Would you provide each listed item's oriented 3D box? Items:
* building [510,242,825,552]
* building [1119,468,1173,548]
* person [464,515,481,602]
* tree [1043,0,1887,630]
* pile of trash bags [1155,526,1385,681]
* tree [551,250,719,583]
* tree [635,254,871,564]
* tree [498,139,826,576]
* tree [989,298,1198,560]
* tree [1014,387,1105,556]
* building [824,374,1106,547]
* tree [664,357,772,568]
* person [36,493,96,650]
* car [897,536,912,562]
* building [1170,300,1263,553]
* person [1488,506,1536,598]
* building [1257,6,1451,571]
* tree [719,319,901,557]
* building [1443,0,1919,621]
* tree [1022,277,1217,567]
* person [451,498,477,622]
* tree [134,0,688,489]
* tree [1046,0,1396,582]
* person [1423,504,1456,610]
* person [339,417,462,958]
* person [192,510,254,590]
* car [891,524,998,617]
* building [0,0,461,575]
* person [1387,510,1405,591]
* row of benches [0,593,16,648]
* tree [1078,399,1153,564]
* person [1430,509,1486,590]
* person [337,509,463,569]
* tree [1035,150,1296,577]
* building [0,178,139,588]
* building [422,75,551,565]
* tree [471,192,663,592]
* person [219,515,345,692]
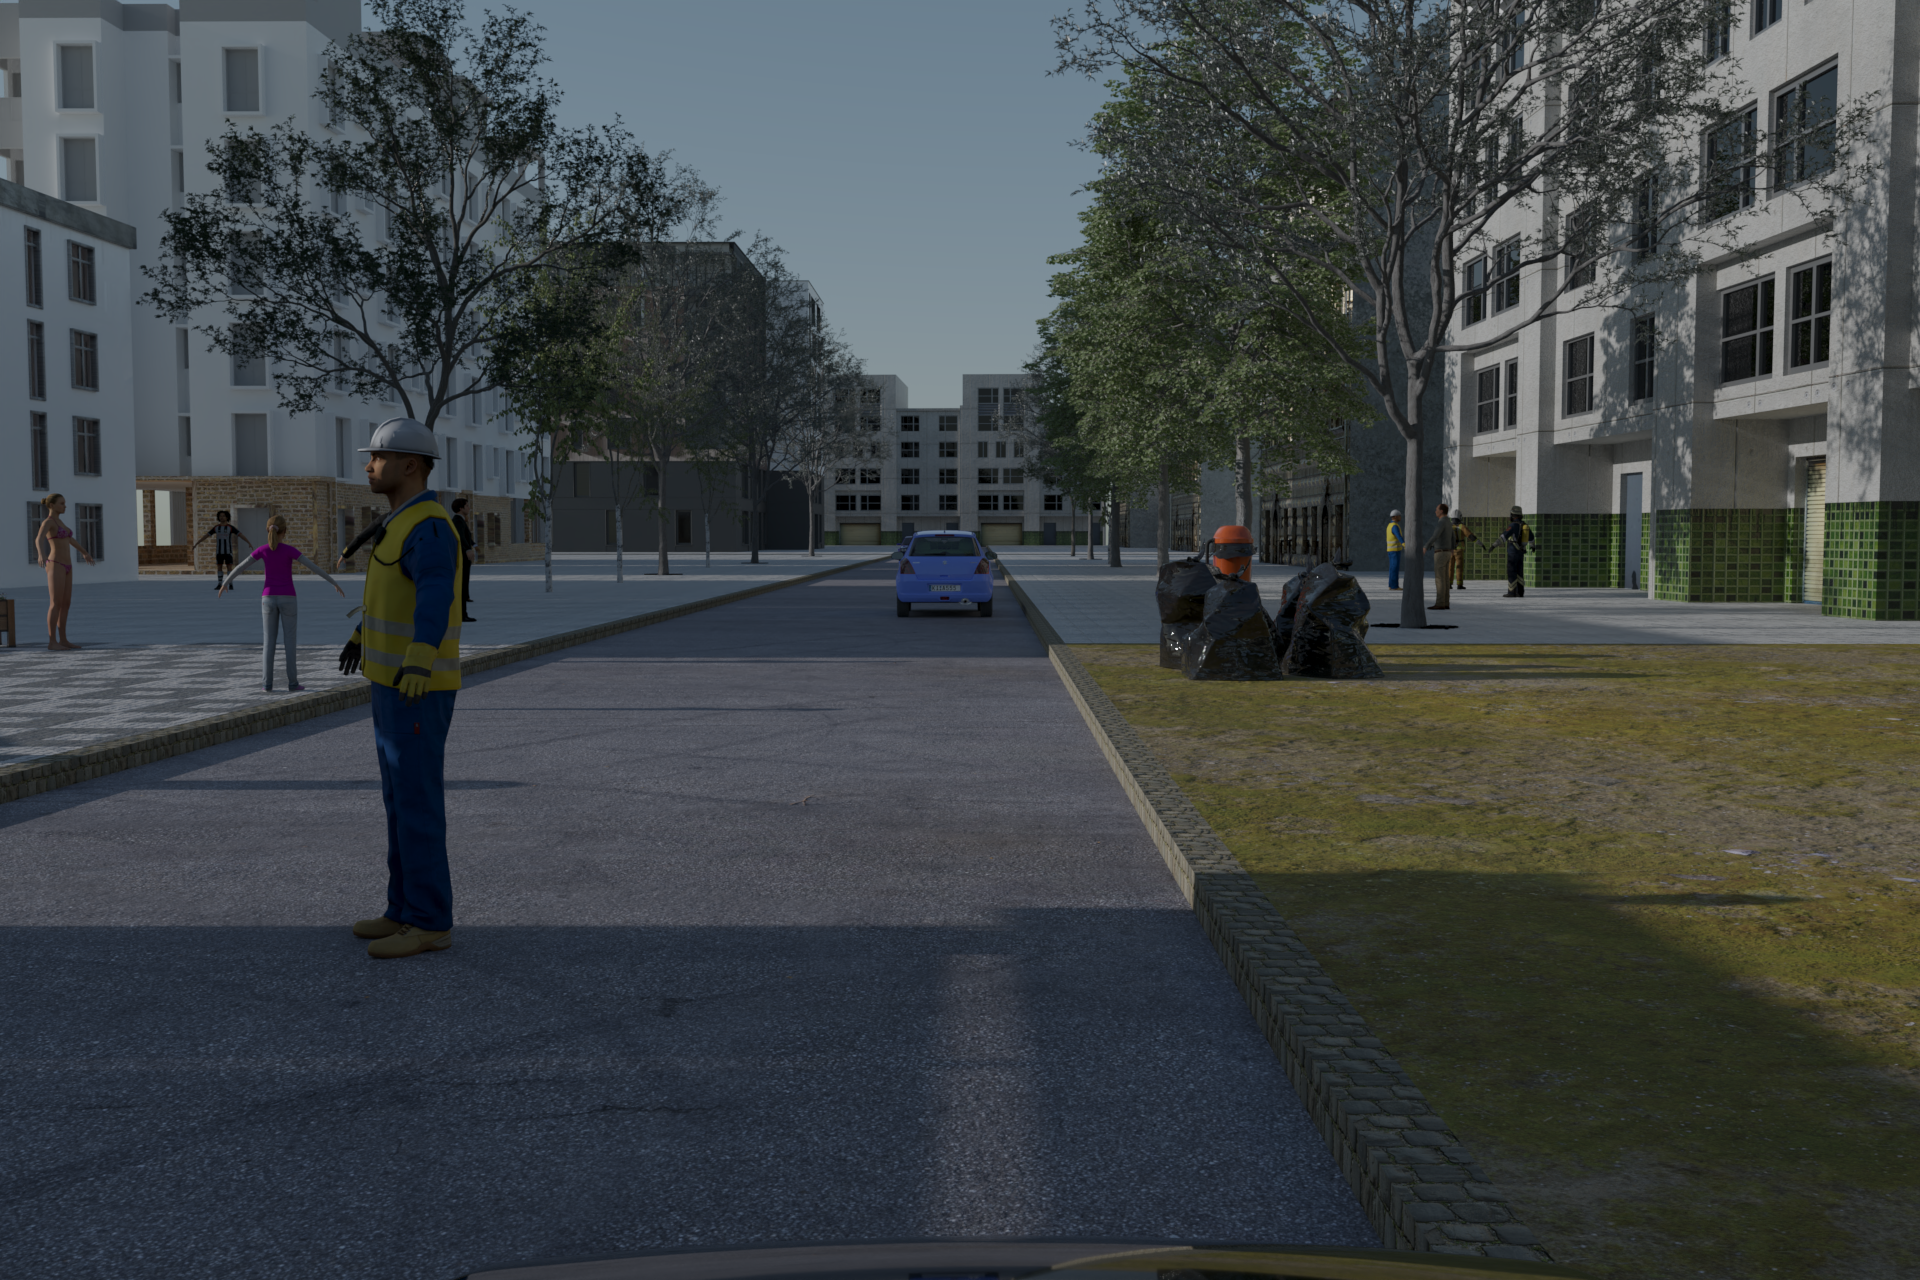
[{"bbox_3d":[-26.116,-17.960,137.614,27.936,21.610,32.646,0,4,0],"label":"building"},{"bbox_3d":[24.861,-20.608,167.863,19.493,23.208,18.063,0,4,0],"label":"building"},{"bbox_3d":[-9.310,-1.593,32.759,0.721,1.740,1.216,-2,4,-33],"label":"person"},{"bbox_3d":[6.090,-6.898,23.156,12.009,13.543,11.850,0,3,0],"label":"tree"},{"bbox_3d":[2.838,-0.429,16.768,1.912,1.369,3.447,0,4,-1],"label":"pile of trash bags"},{"bbox_3d":[-9.119,-5.808,45.325,4.360,8.622,3.978,0,3,0],"label":"tree"},{"bbox_3d":[-8.765,-10.060,74.848,12.009,13.543,11.850,0,3,0],"label":"tree"},{"bbox_3d":[-9.345,-8.782,53.957,12.009,13.543,11.850,0,3,0],"label":"tree"},{"bbox_3d":[6.541,-10.798,86.916,12.009,13.543,11.850,0,3,0],"label":"tree"},{"bbox_3d":[6.778,-10.103,99.591,7.601,10.594,8.767,-3,5,-43],"label":"tree"},{"bbox_3d":[0.700,-20.149,198.355,31.486,18.905,16.747,0,4,3],"label":"building"},{"bbox_3d":[-9.742,-7.086,66.215,4.360,8.622,3.978,0,3,0],"label":"tree"},{"bbox_3d":[-9.939,-0.762,19.254,0.721,1.733,1.217,0,4,-3],"label":"person"},{"bbox_3d":[-2.239,-4.657,88.727,1.945,1.354,3.894,0,4,1],"label":"car"},{"bbox_3d":[25.648,-18.052,126.072,19.493,23.208,18.063,0,4,1],"label":"building"},{"bbox_3d":[11.213,-1.787,34.996,1.354,1.856,0.705,-2,4,-32],"label":"person"},{"bbox_3d":[22.558,-14.476,67.611,19.493,23.208,18.063,0,4,1],"label":"building"},{"bbox_3d":[-8.444,-11.518,98.693,12.009,13.543,11.850,0,3,0],"label":"tree"},{"bbox_3d":[21.982,-10.204,33.286,16.747,18.905,31.486,0,4,1],"label":"building"},{"bbox_3d":[6.163,-9.060,66.254,7.486,12.596,7.792,0,3,0],"label":"tree"},{"bbox_3d":[-7.268,-1.172,25.353,0.705,1.806,1.347,-1,4,-20],"label":"person"},{"bbox_3d":[-9.069,-5.768,28.715,8.767,10.594,7.601,-2,4,-27],"label":"tree"},{"bbox_3d":[5.406,-7.139,34.851,7.486,12.596,7.792,0,3,0],"label":"tree"},{"bbox_3d":[8.153,-1.413,29.380,0.705,1.796,1.348,3,4,37],"label":"person"},{"bbox_3d":[-1.941,0.148,6.011,0.705,1.833,1.349,-2,4,-27],"label":"person"},{"bbox_3d":[-16.920,-2.059,39.810,1.345,1.843,0.704,0,4,-7],"label":"person"},{"bbox_3d":[-0.281,-1.321,31.188,1.945,1.707,3.694,0,4,-1],"label":"car"},{"bbox_3d":[-24.960,-12.208,56.025,16.016,20.090,11.380,0,4,0],"label":"building"},{"bbox_3d":[9.934,-2.046,39.428,0.705,1.833,1.349,0,4,0],"label":"person"},{"bbox_3d":[-12.259,-0.187,18.521,4.104,0.672,1.422,-3,5,-43],"label":"row of benches"},{"bbox_3d":[6.591,-7.548,73.768,4.737,8.622,4.395,0,3,0],"label":"tree"},{"bbox_3d":[11.507,-2.103,40.145,1.354,1.858,0.705,3,4,37],"label":"person"},{"bbox_3d":[-6.271,-0.823,19.389,1.347,1.837,0.705,-1,4,-14],"label":"person"},{"bbox_3d":[6.109,-8.149,51.361,7.486,12.596,7.792,0,3,0],"label":"tree"},{"bbox_3d":[-23.388,-5.594,33.614,9.099,9.664,28.070,0,4,0],"label":"building"},{"bbox_3d":[-25.378,-13.245,72.970,16.016,20.090,11.380,0,3,0],"label":"building"},{"bbox_3d":[-8.943,-5.375,38.250,4.737,8.622,4.395,0,3,0],"label":"tree"},{"bbox_3d":[-5.551,-0.299,14.162,0.991,1.433,0.599,0,4,-7],"label":"person"}]
